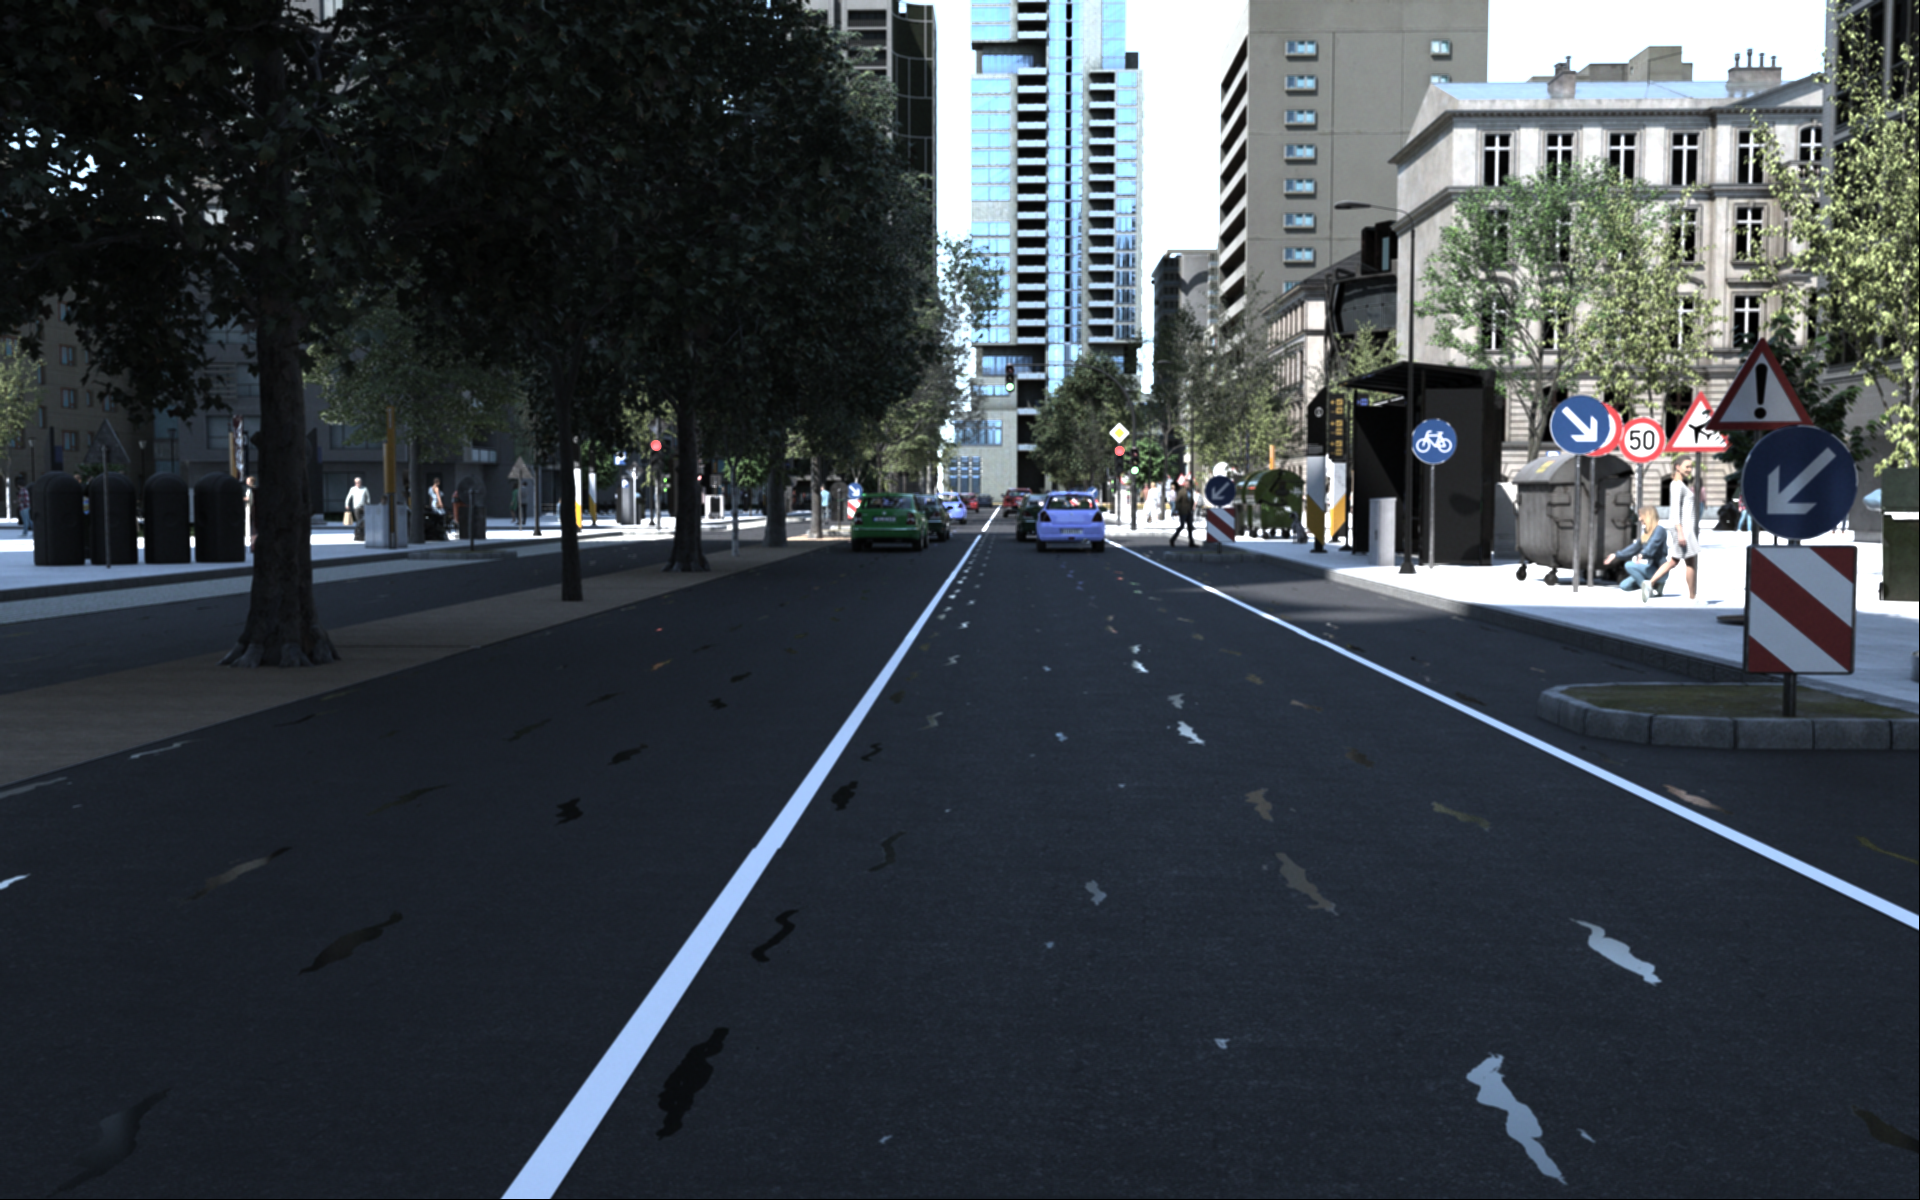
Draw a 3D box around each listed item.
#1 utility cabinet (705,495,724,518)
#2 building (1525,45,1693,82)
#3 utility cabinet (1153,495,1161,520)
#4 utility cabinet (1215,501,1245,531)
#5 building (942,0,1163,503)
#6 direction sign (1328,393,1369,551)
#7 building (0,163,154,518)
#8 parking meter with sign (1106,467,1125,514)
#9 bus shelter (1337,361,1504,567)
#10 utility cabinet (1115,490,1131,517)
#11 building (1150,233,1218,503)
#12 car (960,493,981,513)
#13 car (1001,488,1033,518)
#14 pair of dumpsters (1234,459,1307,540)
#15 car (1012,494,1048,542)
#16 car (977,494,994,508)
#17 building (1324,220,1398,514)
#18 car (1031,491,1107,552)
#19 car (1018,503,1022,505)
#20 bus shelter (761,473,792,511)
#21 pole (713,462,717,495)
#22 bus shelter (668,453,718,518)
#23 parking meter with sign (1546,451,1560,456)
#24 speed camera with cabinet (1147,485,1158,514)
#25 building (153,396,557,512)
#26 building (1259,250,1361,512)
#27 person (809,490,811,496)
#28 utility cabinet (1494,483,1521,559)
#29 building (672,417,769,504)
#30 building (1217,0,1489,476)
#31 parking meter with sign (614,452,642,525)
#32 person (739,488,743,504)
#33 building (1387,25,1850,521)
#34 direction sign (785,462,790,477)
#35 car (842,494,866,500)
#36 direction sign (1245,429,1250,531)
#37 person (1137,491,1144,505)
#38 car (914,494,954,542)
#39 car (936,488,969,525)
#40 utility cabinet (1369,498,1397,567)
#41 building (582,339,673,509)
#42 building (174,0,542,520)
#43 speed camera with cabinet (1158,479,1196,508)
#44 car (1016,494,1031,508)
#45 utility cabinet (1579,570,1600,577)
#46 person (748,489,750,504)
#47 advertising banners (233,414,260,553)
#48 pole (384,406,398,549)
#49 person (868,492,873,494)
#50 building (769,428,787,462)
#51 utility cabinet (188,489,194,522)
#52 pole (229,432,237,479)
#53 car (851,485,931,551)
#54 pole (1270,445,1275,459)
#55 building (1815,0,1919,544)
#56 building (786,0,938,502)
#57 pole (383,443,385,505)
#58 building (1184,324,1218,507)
[{"bbox_3d":[-13.364,-5.089,94.366,1.020,1.237,0.306,1,4,9],"label":"utility cabinet"},{"bbox_3d":[70.656,-34.791,192.529,21.600,48.544,21.300,0,4,2],"label":"building"},{"bbox_3d":[10.057,-4.653,87.233,0.306,1.237,1.020,2,4,26],"label":"utility cabinet"},{"bbox_3d":[9.206,-2.927,59.020,1.020,1.237,0.306,1,4,10],"label":"utility cabinet"},{"bbox_3d":[13.334,-57.418,251.460,31.000,86.520,22.319,0,4,2],"label":"building"},{"bbox_3d":[8.759,-2.881,39.105,0.876,3.537,0.379,1,4,9],"label":"direction sign"},{"bbox_3d":[-66.775,-15.530,98.960,28.899,21.520,27.650,0,4,2],"label":"building"},{"bbox_3d":[10.368,-7.104,112.407,1.738,3.016,0.543,1,4,15],"label":"parking meter with sign"},{"bbox_3d":[8.753,-2.594,33.697,1.731,3.624,6.357,0,4,2],"label":"bus shelter"},{"bbox_3d":[9.338,-5.434,97.523,1.173,1.500,0.318,2,4,33],"label":"utility cabinet"},{"bbox_3d":[40.926,-34.498,255.920,23.993,40.220,32.217,0,4,2],"label":"building"},{"bbox_3d":[0.543,-7.551,132.496,2.155,1.783,4.494,0,4,0],"label":"car"},{"bbox_3d":[3.676,-6.037,107.376,2.281,1.827,5.304,0,4,1],"label":"car"},{"bbox_3d":[9.004,-2.924,50.304,1.574,2.255,4.437,0,4,2],"label":"pair of dumpsters"},{"bbox_3d":[2.674,-2.565,53.731,2.131,1.459,4.920,0,4,1],"label":"car"},{"bbox_3d":[2.535,-10.428,182.491,2.014,1.417,4.499,0,4,2],"label":"car"},{"bbox_3d":[32.492,-15.129,114.810,16.820,18.784,16.811,0,4,2],"label":"building"},{"bbox_3d":[2.793,-2.115,44.172,1.945,1.707,3.694,0,4,2],"label":"car"},{"bbox_3d":[3.864,-4.396,84.236,2.083,1.381,4.827,0,4,1],"label":"car"},{"bbox_3d":[-13.940,-8.400,131.259,2.014,3.302,5.546,0,4,2],"label":"bus shelter"},{"bbox_3d":[-15.617,-7.127,110.375,0.158,3.312,0.155,0,3,0],"label":"pole"},{"bbox_3d":[-14.981,-6.495,97.473,1.731,3.624,6.357,0,4,2],"label":"bus shelter"},{"bbox_3d":[24.485,-4.589,71.293,0.543,3.016,1.738,2,4,25],"label":"parking meter with sign"},{"bbox_3d":[12.629,-7.139,111.057,0.660,3.252,2.038,2,4,35],"label":"speed camera with cabinet"},{"bbox_3d":[-40.110,-30.564,119.333,23.786,49.044,30.456,0,4,2],"label":"building"},{"bbox_3d":[29.620,-16.433,133.308,10.561,19.102,19.286,0,4,2],"label":"building"},{"bbox_3d":[-17.708,-12.154,204.849,0.705,1.814,1.350,-1,4,-18],"label":"person"},{"bbox_3d":[11.077,-1.541,33.870,1.173,1.500,0.318,2,4,28],"label":"utility cabinet"},{"bbox_3d":[-37.580,-21.315,193.534,28.899,21.520,27.650,0,4,2],"label":"building"},{"bbox_3d":[36.400,-33.043,163.951,21.300,48.544,21.600,0,4,2],"label":"building"},{"bbox_3d":[-13.711,-4.614,71.696,0.543,3.016,1.738,1,4,11],"label":"parking meter with sign"},{"bbox_3d":[-20.815,-9.746,165.253,0.709,1.838,0.599,1,4,20],"label":"person"},{"bbox_3d":[40.656,-16.448,88.014,34.723,24.649,14.460,0,4,2],"label":"building"},{"bbox_3d":[-12.310,-7.885,120.921,0.876,3.537,0.379,-1,4,-19],"label":"direction sign"},{"bbox_3d":[-5.825,-5.356,96.360,1.959,1.807,4.718,0,4,3],"label":"car"},{"bbox_3d":[10.035,-4.191,60.528,0.379,3.537,0.876,0,4,4],"label":"direction sign"},{"bbox_3d":[21.586,-12.181,205.291,1.348,1.812,0.705,-1,4,-20],"label":"person"},{"bbox_3d":[-1.274,-2.554,53.552,2.131,1.459,4.920,0,4,2],"label":"car"},{"bbox_3d":[-0.571,-4.473,82.717,1.945,1.707,3.694,0,4,3],"label":"car"},{"bbox_3d":[7.558,-1.216,31.039,0.306,1.237,1.020,0,4,3],"label":"utility cabinet"},{"bbox_3d":[-34.779,-43.810,154.543,20.563,71.187,20.611,0,4,2],"label":"building"},{"bbox_3d":[-30.624,-24.800,89.083,14.154,41.232,14.086,0,4,2],"label":"building"},{"bbox_3d":[13.161,-6.741,104.544,2.038,3.252,0.660,0,4,-2],"label":"speed camera with cabinet"},{"bbox_3d":[4.141,-5.278,96.522,2.015,1.641,3.980,0,4,1],"label":"car"},{"bbox_3d":[9.853,-1.110,26.820,0.318,1.500,1.173,2,4,34],"label":"utility cabinet"},{"bbox_3d":[-21.085,-10.184,172.641,0.705,1.814,1.350,-1,4,-13],"label":"person"},{"bbox_3d":[-15.326,-2.535,37.628,2.074,3.025,0.090,3,5,45],"label":"advertising banners"},{"bbox_3d":[-13.185,-2.836,40.208,0.158,3.312,0.155,0,3,0],"label":"pole"},{"bbox_3d":[-9.898,-11.346,191.575,1.348,1.821,0.705,2,4,27],"label":"person"},{"bbox_3d":[-34.982,-38.446,252.286,21.600,48.544,21.300,0,4,2],"label":"building"},{"bbox_3d":[-31.363,-3.850,71.620,1.173,1.500,0.318,-1,4,-13],"label":"utility cabinet"},{"bbox_3d":[-24.064,-3.887,57.391,0.158,3.312,0.155,0,3,0],"label":"pole"},{"bbox_3d":[-1.770,-2.195,44.680,1.959,1.807,4.718,0,4,2],"label":"car"},{"bbox_3d":[13.075,-4.815,72.562,0.158,3.312,0.155,0,3,0],"label":"pole"},{"bbox_3d":[28.794,-12.934,30.534,14.314,24.678,30.058,0,4,2],"label":"building"},{"bbox_3d":[-13.894,-49.690,250.680,20.611,71.187,20.563,0,4,2],"label":"building"},{"bbox_3d":[-22.981,-4.622,69.411,0.158,3.312,0.155,0,3,0],"label":"pole"},{"bbox_3d":[39.970,-21.122,190.379,27.650,21.520,28.899,0,4,2],"label":"building"}]
